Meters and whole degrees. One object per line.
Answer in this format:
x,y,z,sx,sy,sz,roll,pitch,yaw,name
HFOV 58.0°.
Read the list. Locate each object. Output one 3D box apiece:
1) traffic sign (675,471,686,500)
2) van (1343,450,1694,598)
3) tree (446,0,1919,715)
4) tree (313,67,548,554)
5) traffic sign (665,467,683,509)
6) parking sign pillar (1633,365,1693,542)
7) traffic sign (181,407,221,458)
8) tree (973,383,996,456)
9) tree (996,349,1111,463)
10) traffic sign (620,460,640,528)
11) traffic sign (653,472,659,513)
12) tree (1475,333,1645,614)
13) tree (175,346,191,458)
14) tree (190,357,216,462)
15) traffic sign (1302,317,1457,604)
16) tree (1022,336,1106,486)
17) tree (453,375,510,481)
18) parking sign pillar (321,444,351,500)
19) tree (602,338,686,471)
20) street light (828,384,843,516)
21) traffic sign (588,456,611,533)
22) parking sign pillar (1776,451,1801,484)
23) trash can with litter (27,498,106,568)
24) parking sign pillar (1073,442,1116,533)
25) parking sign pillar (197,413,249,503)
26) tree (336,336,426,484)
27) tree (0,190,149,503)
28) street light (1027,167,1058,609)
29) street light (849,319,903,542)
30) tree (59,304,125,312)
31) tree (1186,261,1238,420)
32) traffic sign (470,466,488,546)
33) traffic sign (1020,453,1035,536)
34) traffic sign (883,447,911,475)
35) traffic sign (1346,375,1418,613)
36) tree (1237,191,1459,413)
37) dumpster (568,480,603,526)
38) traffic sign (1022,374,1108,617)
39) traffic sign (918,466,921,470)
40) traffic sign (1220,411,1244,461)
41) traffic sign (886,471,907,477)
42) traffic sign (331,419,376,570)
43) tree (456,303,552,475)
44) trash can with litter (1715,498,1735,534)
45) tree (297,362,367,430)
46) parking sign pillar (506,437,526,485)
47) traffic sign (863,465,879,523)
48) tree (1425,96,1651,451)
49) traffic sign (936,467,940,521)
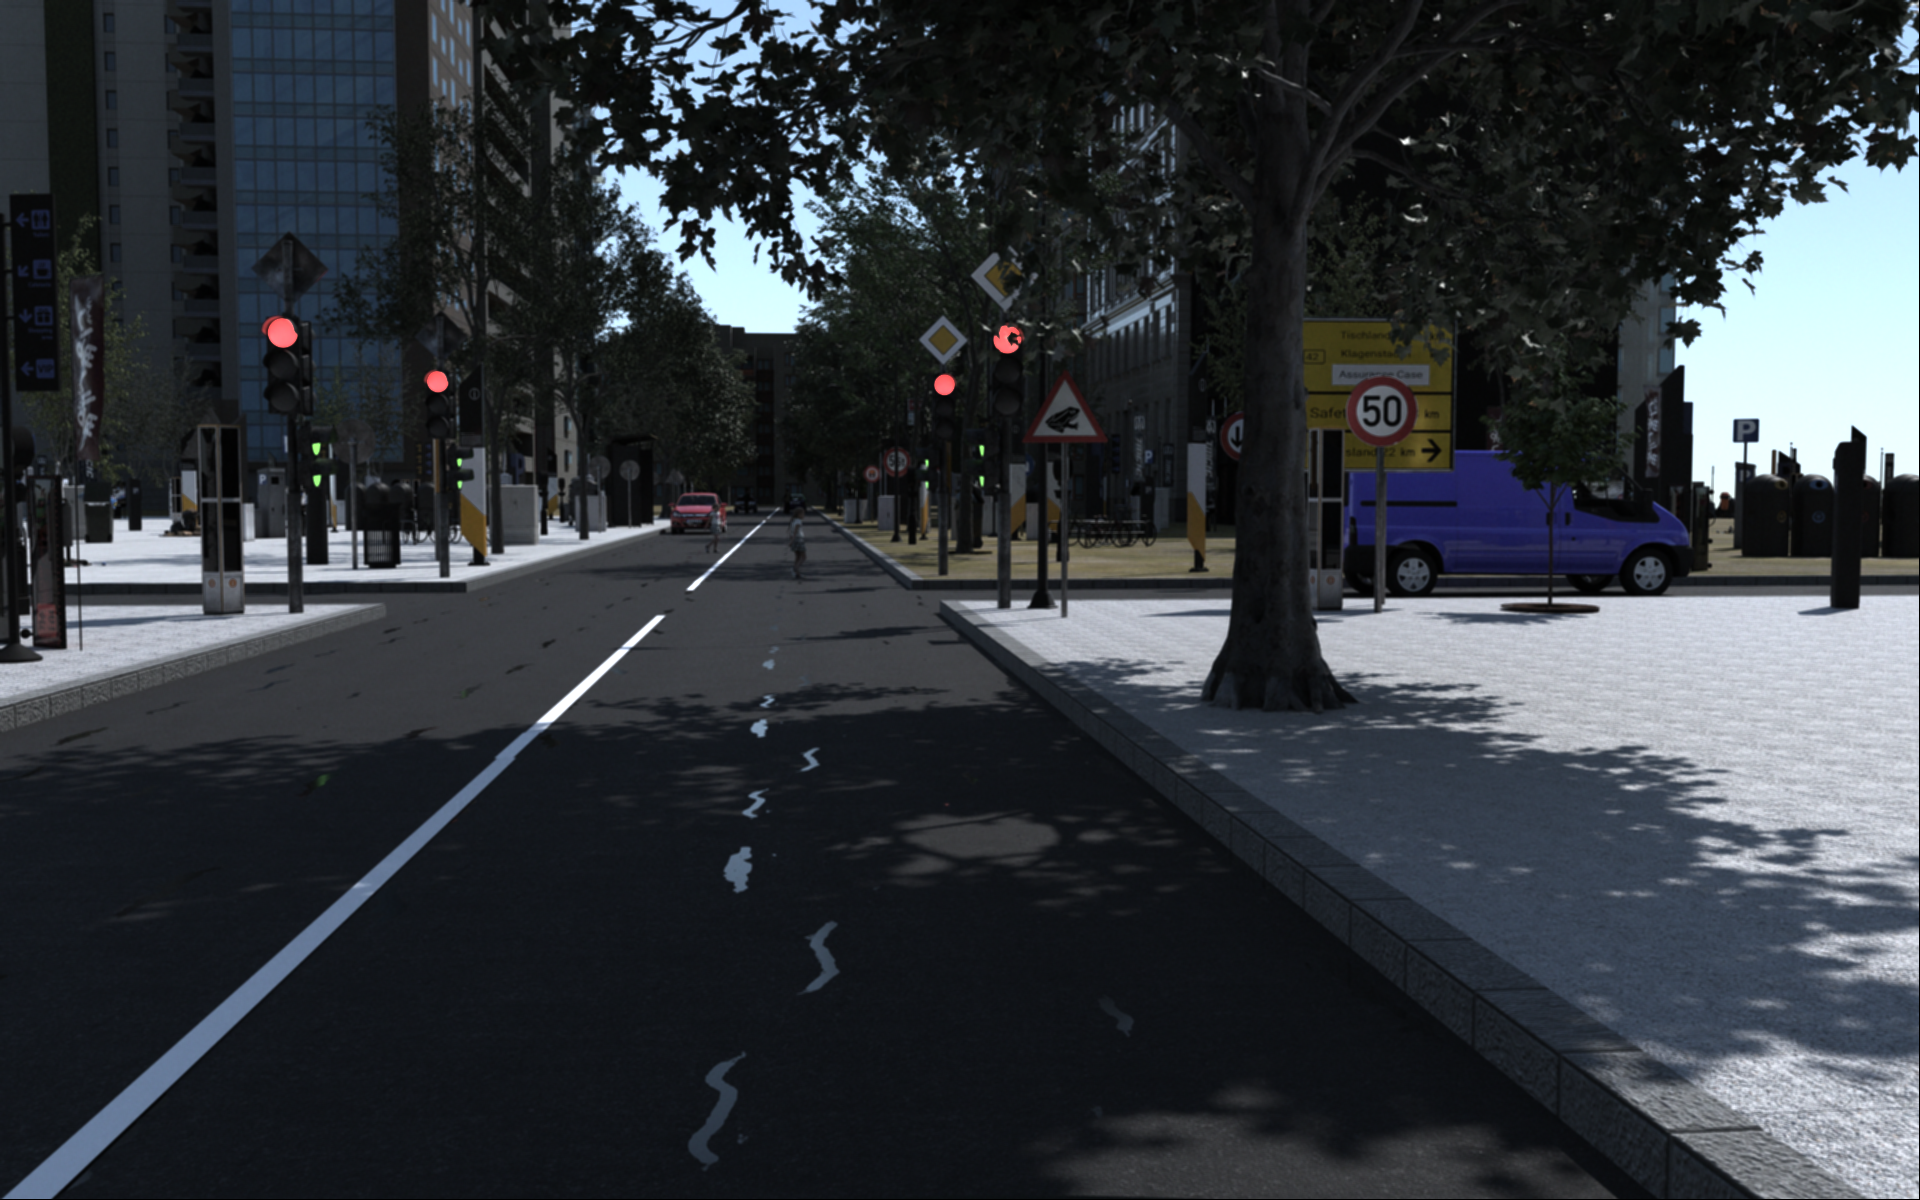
-13.909,-5.156,85.489,0.795,2.450,0.064,0,4,-1,traffic sign
7.657,-1.231,24.518,5.245,2.365,2.240,0,4,-7,van
1.909,-5.698,10.168,9.611,12.733,9.660,0,3,0,tree
-9.854,-6.291,37.269,8.767,10.594,7.601,1,4,11,tree
-13.902,-5.147,84.164,0.884,2.594,0.081,0,4,-5,traffic sign
14.964,-2.961,36.879,1.447,3.967,1.447,-1,4,-19,parking sign pillar
-11.205,-1.585,25.916,0.884,2.594,0.081,0,4,-3,traffic sign
2.124,-9.217,101.054,4.737,8.622,4.395,0,3,0,tree
5.132,-8.273,85.620,4.737,8.622,4.395,0,3,0,tree
-12.400,-3.970,65.021,0.768,2.556,0.104,0,4,3,traffic sign
-17.451,-6.008,98.338,0.768,2.556,0.104,0,4,-2,traffic sign
6.473,-1.483,18.855,1.663,3.219,1.824,0,3,0,tree
-37.969,-7.899,79.505,4.360,8.622,3.978,0,3,0,tree
-39.479,-8.343,86.763,4.360,8.622,3.978,0,3,0,tree
4.601,-1.601,20.046,2.265,3.308,0.079,0,4,-3,traffic sign
4.546,-7.798,77.862,4.360,8.622,3.978,0,3,0,tree
-27.230,-9.050,98.337,4.737,8.622,4.395,0,3,0,tree
-29.770,-5.773,82.861,1.447,3.967,1.447,0,4,2,parking sign pillar
-14.526,-7.937,80.131,4.360,8.622,3.978,0,3,0,tree
-4.894,-6.181,73.596,1.470,5.913,1.316,0,4,-5,street light
-11.948,-3.503,57.381,0.768,2.556,0.104,0,4,4,traffic sign
51.074,-7.239,106.825,1.447,3.967,1.447,-3,5,-44,parking sign pillar
-16.064,-1.198,30.644,1.678,1.210,2.233,-1,4,-14,trash can with litter
4.433,-4.183,56.870,1.447,3.967,1.447,1,4,13,parking sign pillar
-24.027,-4.189,56.968,1.447,3.967,1.447,1,4,16,parking sign pillar
-26.633,-7.892,79.390,4.360,8.622,3.978,0,3,0,tree
-21.924,-5.610,42.080,4.737,8.622,4.395,0,3,0,tree
0.392,-2.860,19.302,1.470,5.913,1.316,0,4,-5,street light
-2.235,-4.500,46.124,1.470,5.913,1.316,0,4,-5,street light
-32.544,-6.983,64.530,4.360,8.622,3.978,0,3,0,tree
9.372,-6.415,55.249,4.737,8.622,4.395,0,3,0,tree
-12.008,-2.597,42.470,0.884,2.594,0.081,0,4,-4,traffic sign
1.891,-3.230,52.924,0.768,2.556,0.104,0,4,-5,traffic sign
-1.711,-2.870,47.034,0.768,2.556,0.104,0,4,-1,traffic sign
4.516,-1.133,18.629,0.768,2.556,0.104,0,4,2,traffic sign
9.731,-5.618,42.218,4.737,8.622,4.395,0,3,0,tree
-15.254,-3.956,70.439,1.264,1.857,1.865,0,4,-6,dumpster
1.084,-1.097,17.948,0.884,2.594,0.081,0,4,2,traffic sign
-1.523,-4.643,76.017,0.768,2.556,0.104,0,4,-5,traffic sign
4.385,-1.632,26.787,0.768,2.556,0.104,0,4,-5,traffic sign
-1.908,-3.204,52.484,0.768,2.556,0.104,0,4,1,traffic sign
-10.275,-1.788,29.343,0.768,2.556,0.104,0,4,1,traffic sign
-17.716,-7.090,66.288,4.360,8.622,3.978,0,3,0,tree
25.333,-2.796,56.774,1.678,1.210,2.233,3,4,36,trash can with litter
-35.169,-8.941,96.542,4.737,8.622,4.395,0,3,0,tree
-21.166,-5.757,82.603,1.447,3.967,1.447,1,4,9,parking sign pillar
-3.901,-4.698,76.914,0.768,2.556,0.104,0,3,0,traffic sign
10.220,-4.958,31.430,4.360,8.622,3.978,0,3,0,tree
-1.032,-5.027,82.188,0.884,2.594,0.081,0,4,1,traffic sign
